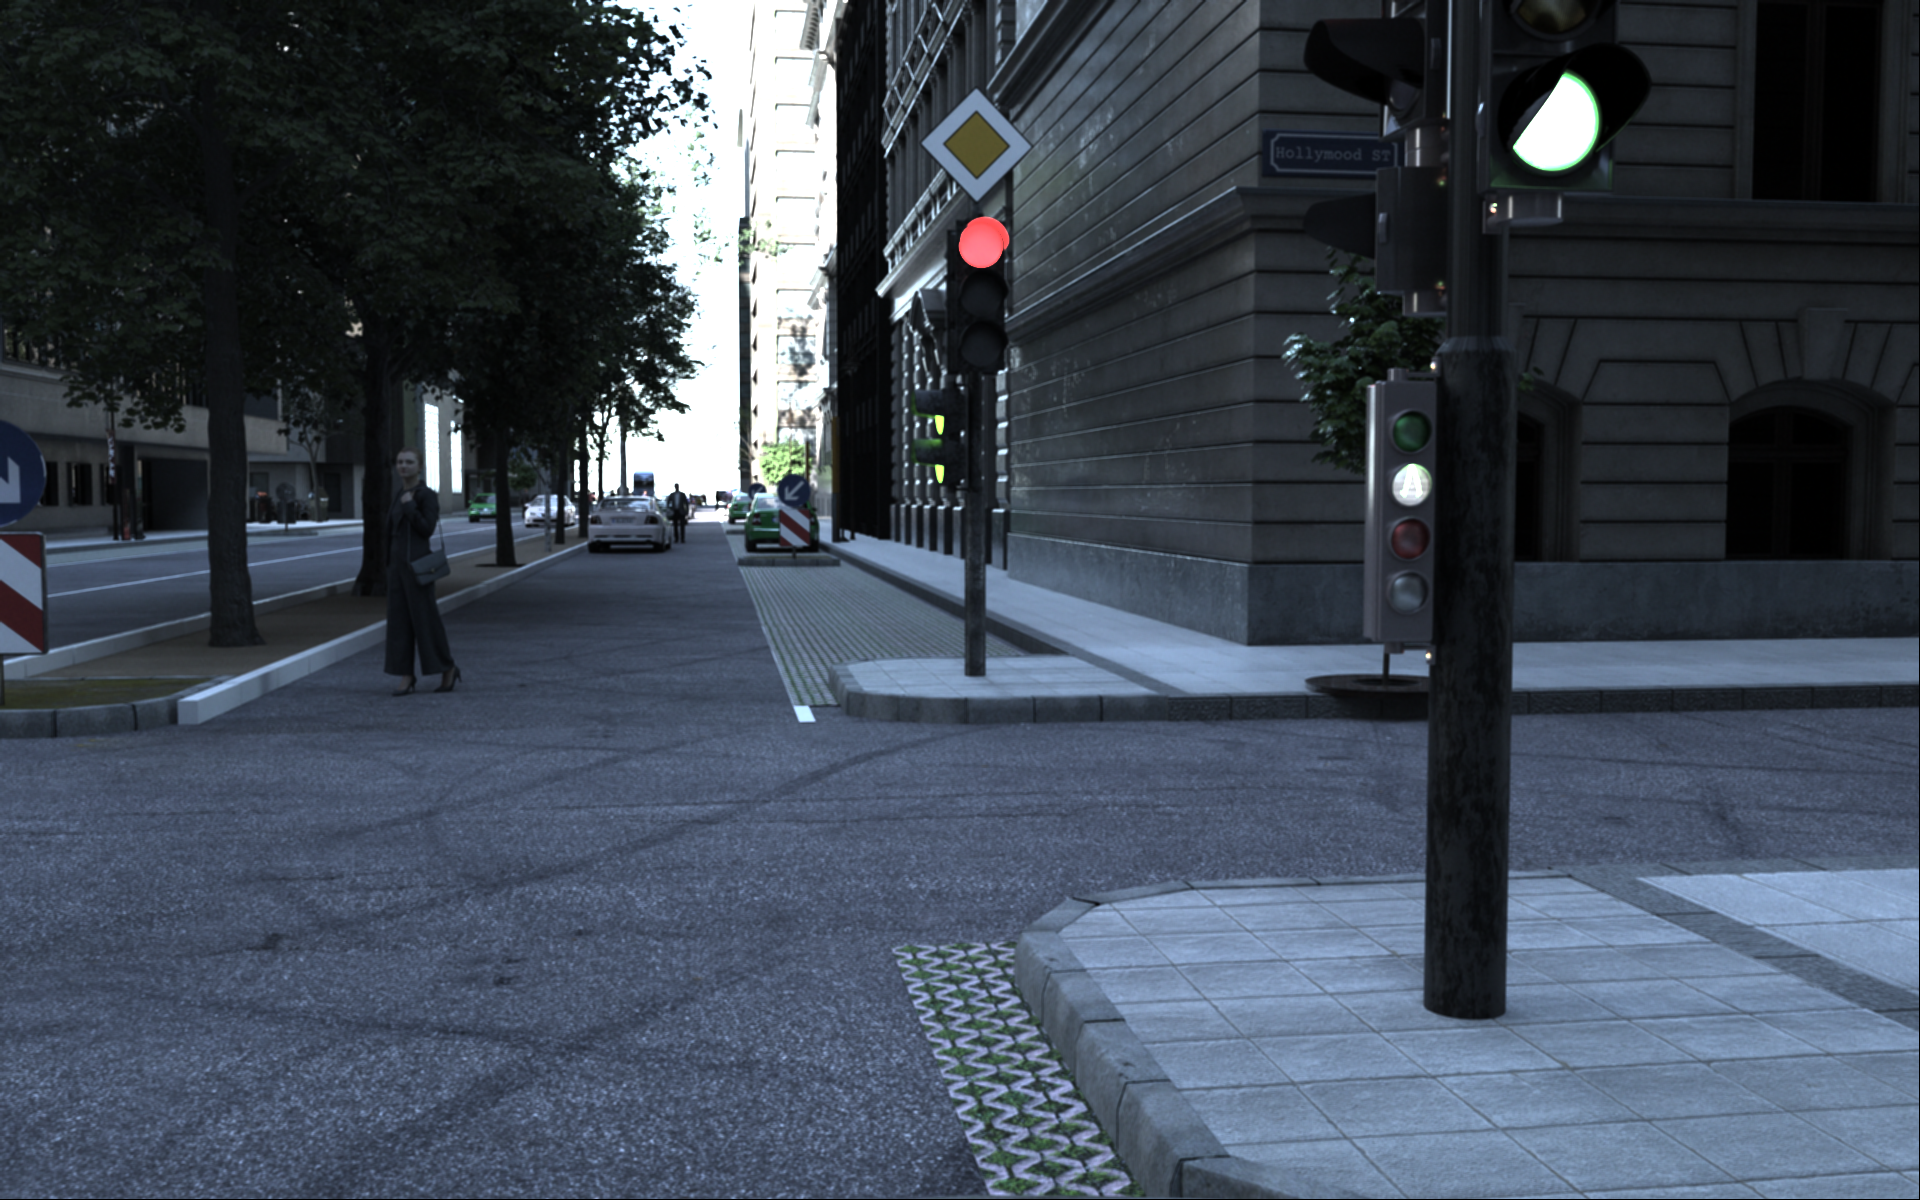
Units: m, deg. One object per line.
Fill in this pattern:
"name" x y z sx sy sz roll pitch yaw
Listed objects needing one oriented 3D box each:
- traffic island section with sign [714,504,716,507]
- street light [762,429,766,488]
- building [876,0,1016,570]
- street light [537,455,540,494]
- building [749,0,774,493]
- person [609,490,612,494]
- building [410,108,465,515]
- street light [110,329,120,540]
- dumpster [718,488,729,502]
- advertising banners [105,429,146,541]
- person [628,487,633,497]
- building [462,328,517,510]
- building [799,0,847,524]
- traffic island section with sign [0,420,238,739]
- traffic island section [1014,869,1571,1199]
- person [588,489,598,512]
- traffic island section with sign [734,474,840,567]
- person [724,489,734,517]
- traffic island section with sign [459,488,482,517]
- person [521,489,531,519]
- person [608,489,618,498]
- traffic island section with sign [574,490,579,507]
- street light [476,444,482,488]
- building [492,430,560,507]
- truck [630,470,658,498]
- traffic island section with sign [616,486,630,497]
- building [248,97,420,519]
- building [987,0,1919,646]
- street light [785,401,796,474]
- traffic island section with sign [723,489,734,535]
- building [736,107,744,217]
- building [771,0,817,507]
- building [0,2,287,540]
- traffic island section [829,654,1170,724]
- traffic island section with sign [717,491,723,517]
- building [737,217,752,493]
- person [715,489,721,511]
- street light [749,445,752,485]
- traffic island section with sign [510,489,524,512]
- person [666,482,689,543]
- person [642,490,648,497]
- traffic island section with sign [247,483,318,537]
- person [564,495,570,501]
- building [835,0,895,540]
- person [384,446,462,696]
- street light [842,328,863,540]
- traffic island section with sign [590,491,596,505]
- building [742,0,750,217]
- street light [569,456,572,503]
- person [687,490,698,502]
"traffic island section with sign" -18.292 -7.879 137.448 1.989 1.847 2.006 -1 4 -8
"street light" -13.974 -9.252 124.057 0.468 5.910 1.993 -1 4 -8
"building" 4.146 -12.804 38.224 11.050 23.489 19.941 -1 4 -8
"street light" -40.769 -11.930 167.835 0.468 5.910 1.993 -1 4 -8
"building" -7.450 -32.320 152.135 21.300 48.544 21.600 -1 4 -8
"person" -31.450 -9.017 155.920 0.705 1.826 1.348 -1 4 -20
"building" -43.969 -48.800 110.560 22.319 86.520 31.000 -1 4 -8
"street light" -23.480 -4.601 48.012 0.468 5.910 1.993 -1 4 -8
"dumpster" -33.087 -14.454 241.271 1.985 2.255 1.502 0 4 -8
"advertising banners" -22.848 -3.132 47.403 0.090 3.025 2.074 0 4 0
"person" -17.823 -5.158 92.849 1.348 1.823 0.705 3 5 41
"building" -51.399 -33.699 140.215 28.713 52.752 27.495 -1 4 -8
"building" 0.441 -17.663 76.187 14.401 28.519 23.554 -1 4 -8
"traffic island section with sign" -5.916 -0.177 11.038 2.006 1.907 1.989 -1 4 -8
"traffic island section" 1.271 1.097 4.346 2.009 0.180 2.903 -1 4 -8
"person" -24.668 -6.507 115.616 1.217 1.743 0.721 0 4 -1
"traffic island section with sign" -3.478 -1.605 34.868 1.989 1.847 2.006 -1 4 -8
"person" -14.299 -5.998 107.010 0.683 1.767 0.568 -1 4 -15
"traffic island section with sign" -30.129 -6.081 108.050 1.989 1.847 2.006 -1 4 -8
"person" -25.281 -5.624 100.998 0.990 1.755 0.434 3 5 40
"person" -28.353 -8.158 141.519 0.705 1.869 1.348 3 5 39
"traffic island section with sign" -42.069 -11.135 190.678 1.989 1.847 2.006 -1 4 -8
"street light" -34.406 -9.231 123.720 0.468 5.910 1.993 -1 4 -8
"building" -53.432 -38.921 178.351 21.231 58.520 28.212 -1 4 -8
"truck" -35.787 -12.708 197.532 2.967 4.110 18.799 -1 4 -8
"traffic island section with sign" -16.665 -4.726 85.406 2.006 1.907 1.989 -1 4 -8
"building" -36.912 -19.501 90.541 14.160 30.474 14.107 -1 4 -8
"building" 18.447 -12.372 21.362 34.723 24.649 14.460 -1 4 -8
"street light" -8.426 -6.932 86.130 0.468 5.910 1.993 -1 4 -8
"traffic island section with sign" -7.326 -3.237 61.549 1.989 1.847 2.006 -1 4 -8
"building" -15.280 -39.346 232.552 28.713 52.752 27.495 -1 4 -8
"building" -4.171 -25.643 102.850 14.154 41.232 14.086 -1 4 -8
"building" -31.474 -14.275 52.457 14.314 24.678 30.058 -1 4 -8
"traffic island section" 0.130 0.614 12.250 2.009 0.180 2.903 -1 4 -8
"traffic island section with sign" -14.375 -6.223 110.378 1.989 1.847 2.006 -1 4 -8
"building" -16.371 -25.156 182.998 14.160 30.474 14.107 -1 4 -8
"person" -20.405 -8.395 145.769 0.705 1.822 1.348 -2 4 -29
"street light" -19.535 -11.559 161.771 0.468 5.910 1.993 -1 4 -8
"traffic island section with sign" -34.005 -7.721 134.873 1.989 1.847 2.006 -1 4 -8
"person" -8.252 -2.557 50.699 0.661 1.777 0.834 -1 4 -14
"person" -21.555 -6.675 118.552 0.530 1.710 0.541 -1 4 -17
"traffic island section with sign" -23.044 -3.084 59.048 1.989 1.847 2.006 -1 4 -8
"person" -30.462 -7.569 132.330 0.705 1.814 1.350 3 5 44
"building" 2.672 -13.879 56.595 12.332 23.373 15.834 -1 4 -8
"person" -3.913 -0.216 12.448 0.576 1.772 0.534 1 4 16
"street light" -3.010 -4.624 48.396 0.468 5.910 1.993 -1 4 -8
"traffic island section with sign" -45.908 -12.767 217.359 1.989 1.847 2.006 -1 4 -8
"building" -14.787 -40.472 203.709 21.231 58.520 28.212 -1 4 -8
"street light" -46.299 -14.259 205.928 0.468 5.910 1.993 -1 4 -8
"person" -22.026 -8.115 141.892 1.217 1.735 0.721 -3 5 -41
